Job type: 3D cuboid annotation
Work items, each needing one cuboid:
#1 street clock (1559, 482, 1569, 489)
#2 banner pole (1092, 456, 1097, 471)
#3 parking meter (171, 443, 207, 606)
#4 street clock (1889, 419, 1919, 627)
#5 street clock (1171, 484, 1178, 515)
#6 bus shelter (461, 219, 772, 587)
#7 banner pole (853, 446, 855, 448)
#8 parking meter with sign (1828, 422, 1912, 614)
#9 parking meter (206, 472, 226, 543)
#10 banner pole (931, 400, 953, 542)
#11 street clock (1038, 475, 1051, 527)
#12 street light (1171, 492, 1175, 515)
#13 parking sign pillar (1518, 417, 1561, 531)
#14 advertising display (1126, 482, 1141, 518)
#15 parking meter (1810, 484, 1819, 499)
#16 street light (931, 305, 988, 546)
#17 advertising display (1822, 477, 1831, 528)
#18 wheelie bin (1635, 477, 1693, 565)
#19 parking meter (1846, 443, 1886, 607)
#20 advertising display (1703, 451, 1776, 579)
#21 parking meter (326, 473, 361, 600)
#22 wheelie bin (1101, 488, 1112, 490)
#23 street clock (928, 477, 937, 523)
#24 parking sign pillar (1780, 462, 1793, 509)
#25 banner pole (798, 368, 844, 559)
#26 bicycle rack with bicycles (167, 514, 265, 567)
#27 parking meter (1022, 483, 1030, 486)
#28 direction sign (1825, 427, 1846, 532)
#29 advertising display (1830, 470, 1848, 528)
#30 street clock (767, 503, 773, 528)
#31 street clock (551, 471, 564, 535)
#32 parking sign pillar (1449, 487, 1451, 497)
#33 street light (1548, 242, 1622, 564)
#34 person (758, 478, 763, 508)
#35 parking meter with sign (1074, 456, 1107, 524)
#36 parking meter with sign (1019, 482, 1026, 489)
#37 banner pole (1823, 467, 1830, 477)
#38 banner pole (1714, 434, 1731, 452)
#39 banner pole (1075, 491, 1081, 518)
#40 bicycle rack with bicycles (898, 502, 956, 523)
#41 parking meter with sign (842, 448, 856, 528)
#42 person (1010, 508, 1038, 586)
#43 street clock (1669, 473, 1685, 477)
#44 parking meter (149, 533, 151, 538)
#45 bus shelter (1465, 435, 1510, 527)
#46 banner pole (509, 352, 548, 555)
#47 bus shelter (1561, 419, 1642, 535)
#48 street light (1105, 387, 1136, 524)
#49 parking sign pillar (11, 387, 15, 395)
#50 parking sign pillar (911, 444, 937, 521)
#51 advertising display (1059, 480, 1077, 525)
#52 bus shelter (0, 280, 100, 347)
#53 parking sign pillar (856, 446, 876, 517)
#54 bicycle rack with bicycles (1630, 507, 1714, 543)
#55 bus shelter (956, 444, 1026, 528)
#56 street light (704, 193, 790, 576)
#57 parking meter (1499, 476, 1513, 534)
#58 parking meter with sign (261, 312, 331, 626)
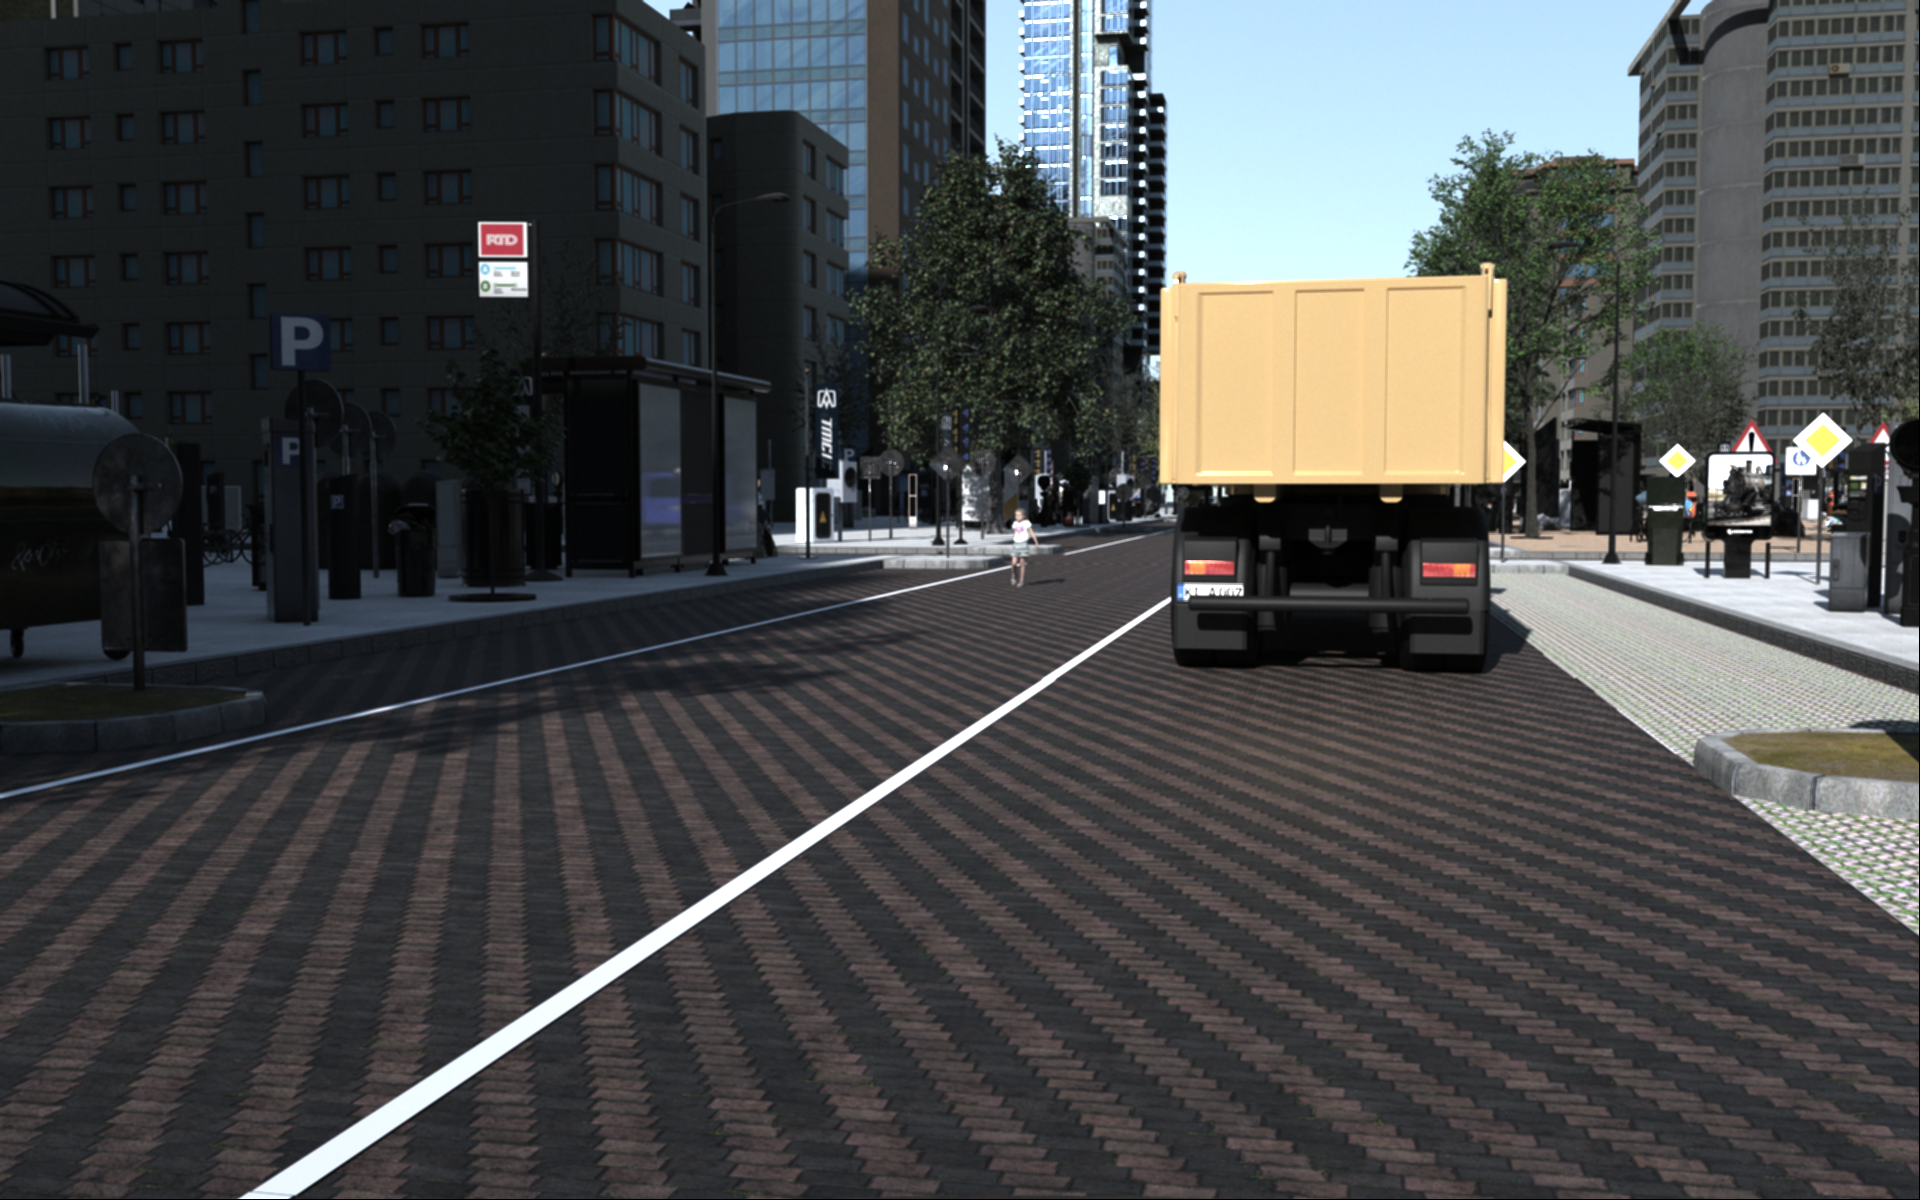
[{"bbox_3d":[36.255,-6.082,104.007,0.471,2.002,0.358,0,4,-5],"label":"street clock"},{"bbox_3d":[8.881,-7.600,114.269,0.401,3.779,0.863,-1,4,-19],"label":"banner pole"},{"bbox_3d":[-8.946,-0.876,20.041,0.255,1.863,0.399,-3,5,-39],"label":"parking meter"},{"bbox_3d":[9.231,-0.744,16.728,0.471,2.002,0.358,1,4,20],"label":"street clock"},{"bbox_3d":[13.093,-6.156,105.220,0.471,2.002,0.358,-1,4,-19],"label":"street clock"},{"bbox_3d":[-5.455,-3.074,27.899,2.179,5.291,8.768,1,4,12],"label":"bus shelter"},{"bbox_3d":[-5.141,-5.449,79.111,0.863,3.779,0.401,1,4,22],"label":"banner pole"},{"bbox_3d":[10.275,-1.357,18.453,1.738,3.016,0.543,2,4,33],"label":"parking meter with sign"},{"bbox_3d":[-19.719,-2.458,45.892,0.399,1.863,0.255,1,4,8],"label":"parking meter"},{"bbox_3d":[-0.443,-3.428,46.062,0.401,3.779,0.863,3,4,37],"label":"banner pole"},{"bbox_3d":[3.271,-3.840,67.358,0.471,2.002,0.358,-3,4,-36],"label":"street clock"},{"bbox_3d":[13.816,-8.229,107.084,1.470,5.913,1.316,1,4,12],"label":"street light"},{"bbox_3d":[20.597,-4.465,61.481,1.447,3.967,1.447,-3,5,-39],"label":"parking sign pillar"},{"bbox_3d":[9.140,-5.308,92.000,0.974,1.923,0.123,1,4,16],"label":"advertising display"},{"bbox_3d":[49.481,-5.786,100.308,0.255,1.863,0.399,-2,4,-33],"label":"parking meter"},{"bbox_3d":[-0.009,-4.304,42.907,1.470,5.913,1.316,1,4,12],"label":"street light"},{"bbox_3d":[33.183,-3.716,65.972,0.974,1.923,0.123,-2,4,-27],"label":"advertising display"},{"bbox_3d":[12.736,-1.434,31.347,0.980,1.594,0.693,1,4,22],"label":"wheelie bin"},{"bbox_3d":[10.288,-0.855,19.695,0.399,1.863,0.255,-3,4,-36],"label":"parking meter"},{"bbox_3d":[11.848,-1.293,26.357,0.974,1.923,0.123,1,4,14],"label":"advertising display"},{"bbox_3d":[-7.543,-0.782,21.196,0.372,1.533,0.369,0,3,0],"label":"parking meter"},{"bbox_3d":[7.970,-5.310,94.724,0.980,1.594,0.693,-1,4,-13],"label":"wheelie bin"},{"bbox_3d":[-1.132,-4.305,74.955,0.471,2.002,0.358,1,4,9],"label":"street clock"},{"bbox_3d":[50.671,-7.200,106.186,1.447,3.967,1.447,1,4,12],"label":"parking sign pillar"},{"bbox_3d":[-2.800,-2.717,34.440,0.863,3.779,0.401,0,4,2],"label":"banner pole"},{"bbox_3d":[-13.514,-1.075,30.957,2.852,0.926,2.925,2,4,35],"label":"bicycle rack with bicycles"},{"bbox_3d":[3.527,-5.342,93.050,0.399,1.863,0.255,-2,4,-32],"label":"parking meter"},{"bbox_3d":[29.634,-4.079,58.687,0.876,3.537,0.379,-1,4,-22],"label":"direction sign"},{"bbox_3d":[24.208,-2.570,47.226,0.974,1.923,0.123,-2,4,-25],"label":"advertising display"},{"bbox_3d":[-7.173,-3.715,65.303,0.358,2.002,0.471,-2,4,-25],"label":"street clock"},{"bbox_3d":[-12.713,-3.075,54.839,0.471,2.002,0.358,3,5,41],"label":"street clock"},{"bbox_3d":[29.676,-7.139,105.197,1.447,3.967,1.447,0,4,-2],"label":"parking sign pillar"},{"bbox_3d":[11.506,-3.632,31.922,1.470,5.913,1.316,1,4,12],"label":"street light"},{"bbox_3d":[-4.953,-2.032,41.741,0.654,1.822,0.581,1,4,11],"label":"person"},{"bbox_3d":[5.596,-4.740,73.768,0.543,3.016,1.738,3,5,41],"label":"parking meter with sign"},{"bbox_3d":[4.023,-7.140,112.996,0.543,3.016,1.738,0,4,-5],"label":"parking meter with sign"},{"bbox_3d":[38.235,-5.287,76.466,0.863,3.779,0.401,-3,4,-38],"label":"banner pole"},{"bbox_3d":[31.766,-5.037,72.364,0.401,3.779,0.863,-3,5,-41],"label":"banner pole"},{"bbox_3d":[6.588,-6.421,95.000,0.401,3.779,0.863,2,4,33],"label":"banner pole"},{"bbox_3d":[-1.324,-3.946,77.900,2.925,0.926,2.852,-3,5,-40],"label":"bicycle rack with bicycles"},{"bbox_3d":[-4.255,-4.278,66.213,0.543,3.016,1.738,0,4,-5],"label":"parking meter with sign"},{"bbox_3d":[1.005,-0.827,27.029,0.505,1.210,0.382,1,4,23],"label":"person"},{"bbox_3d":[22.645,-3.071,54.780,0.358,2.002,0.471,-1,4,-20],"label":"street clock"},{"bbox_3d":[-10.856,-1.052,22.909,0.255,1.863,0.399,-2,4,-26],"label":"parking meter"},{"bbox_3d":[20.314,-4.664,67.543,1.731,3.624,6.357,1,4,12],"label":"bus shelter"},{"bbox_3d":[-7.568,-2.485,30.648,0.863,3.779,0.401,0,4,-1],"label":"banner pole"},{"bbox_3d":[21.071,-4.024,57.067,1.731,3.624,6.357,1,4,12],"label":"bus shelter"},{"bbox_3d":[6.899,-6.270,75.060,1.470,5.913,1.316,1,4,12],"label":"street light"},{"bbox_3d":[-20.683,-3.000,37.521,1.447,3.967,1.447,3,5,43],"label":"parking sign pillar"},{"bbox_3d":[-1.747,-5.839,83.938,1.447,3.967,1.447,0,4,-2],"label":"parking sign pillar"},{"bbox_3d":[4.524,-4.099,72.238,0.974,1.923,0.123,3,5,42],"label":"advertising display"},{"bbox_3d":[-9.730,-1.229,14.017,2.014,3.302,5.546,1,4,12],"label":"bus shelter"},{"bbox_3d":[-5.422,-6.634,96.943,1.447,3.967,1.447,1,4,12],"label":"parking sign pillar"},{"bbox_3d":[19.147,-2.030,46.567,2.925,0.926,2.852,-2,4,-33],"label":"bicycle rack with bicycles"},{"bbox_3d":[1.105,-4.516,67.764,2.014,3.302,5.546,1,4,12],"label":"bus shelter"},{"bbox_3d":[-3.315,-3.332,27.015,1.470,5.913,1.316,1,4,12],"label":"street light"},{"bbox_3d":[17.528,-3.053,55.620,0.255,1.863,0.399,-2,4,-31],"label":"parking meter"},{"bbox_3d":[-6.772,-1.302,17.544,0.543,3.016,1.738,-2,4,-29],"label":"parking meter with sign"}]
